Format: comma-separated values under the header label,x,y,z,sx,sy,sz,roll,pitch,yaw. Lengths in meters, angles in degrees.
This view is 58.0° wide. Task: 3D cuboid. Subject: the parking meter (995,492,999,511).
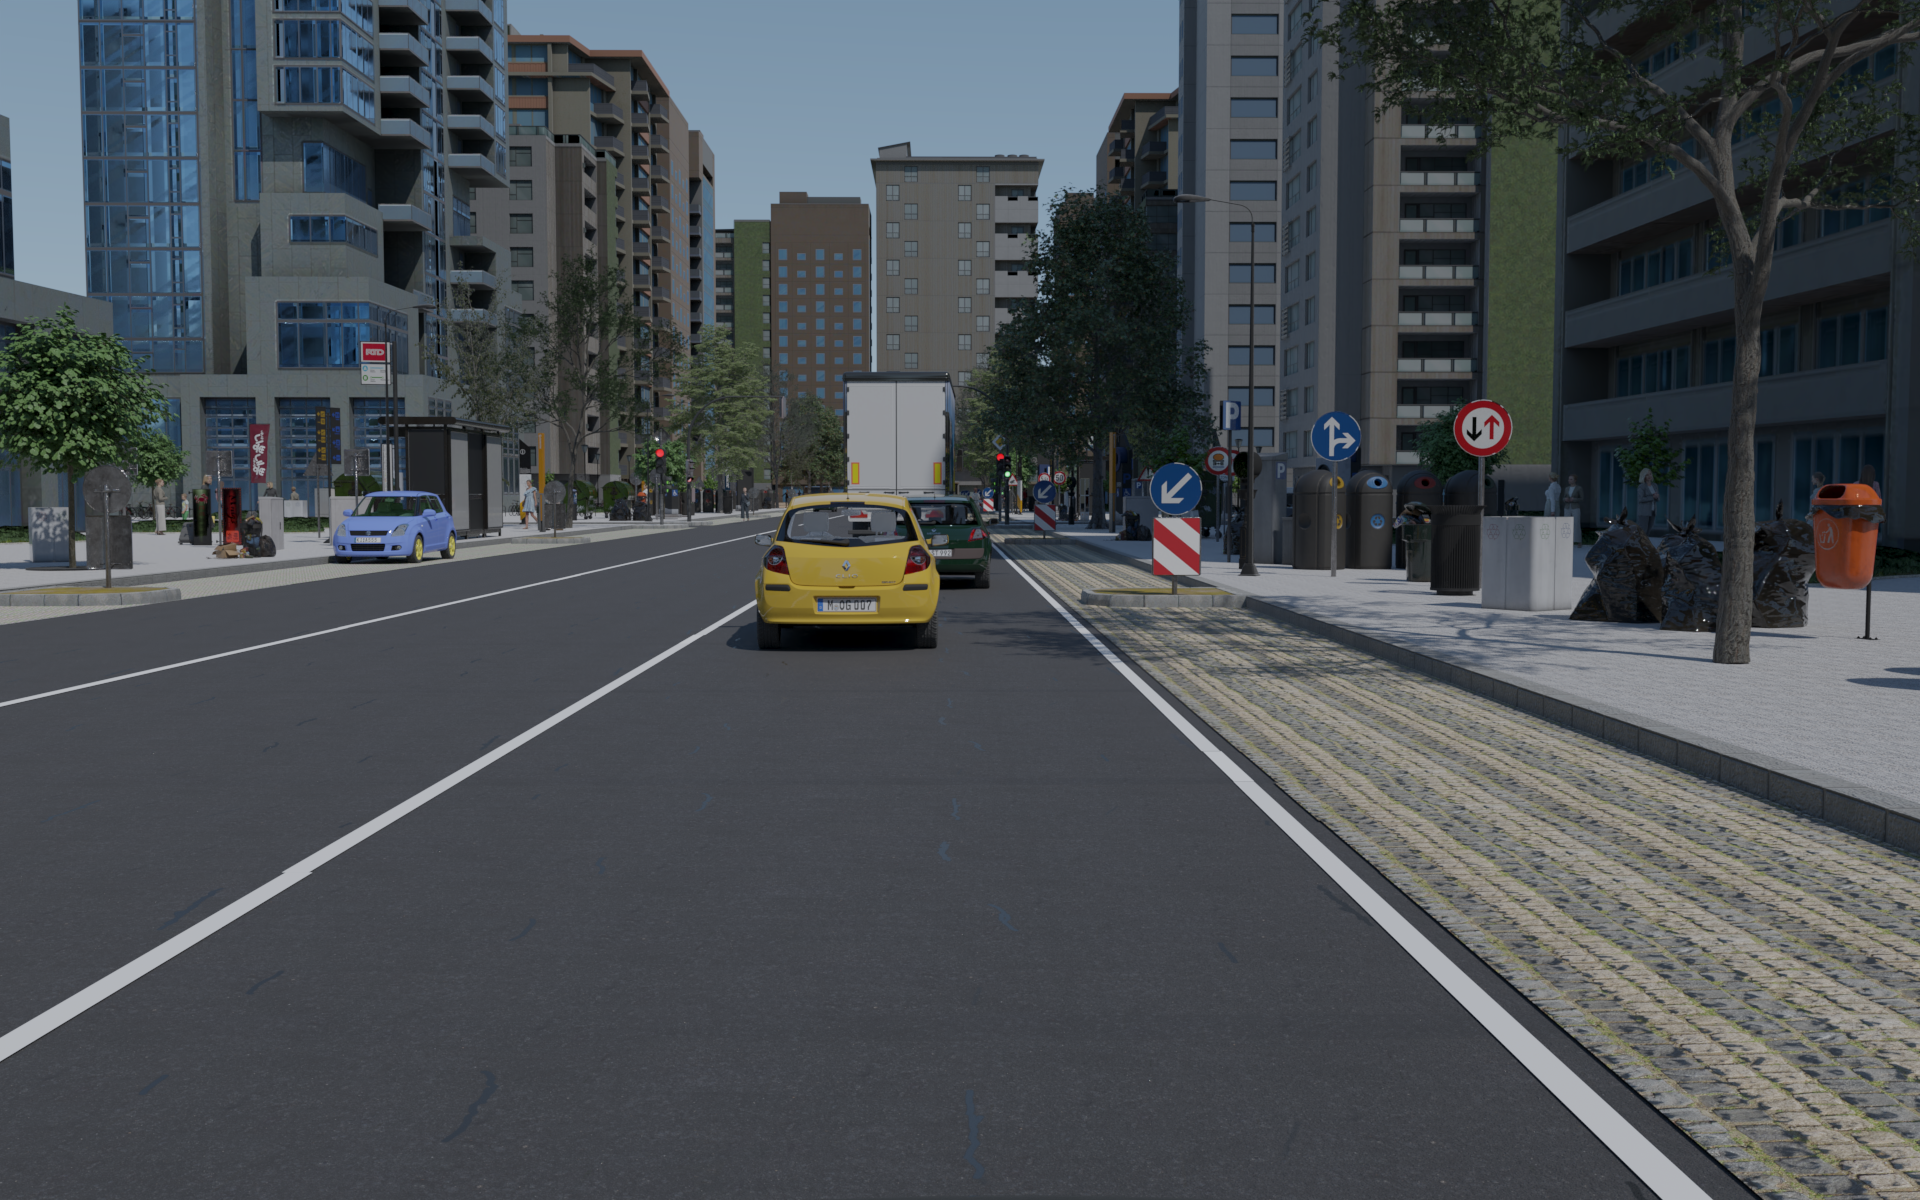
label,x,y,z,sx,sy,sz,roll,pitch,yaw
parking meter,2.853,-7.660,130.953,0.399,1.863,0.255,0,4,-3

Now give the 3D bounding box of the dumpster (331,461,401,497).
label,x,y,z,sx,sy,sz,roll,pitch,yaw
dumpster,-17.480,-2.963,50.937,1.502,2.255,1.985,0,4,-1

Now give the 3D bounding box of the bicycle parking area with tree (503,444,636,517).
label,x,y,z,sx,sy,sz,roll,pitch,yaw
bicycle parking area with tree,-24.362,-6.929,100.291,8.231,4.147,9.016,1,4,15

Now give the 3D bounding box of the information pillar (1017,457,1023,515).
label,x,y,z,sx,sy,sz,roll,pitch,yaw
information pillar,3.696,-7.081,107.133,0.183,3.616,0.504,-2,4,-24

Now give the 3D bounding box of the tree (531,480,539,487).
label,x,y,z,sx,sy,sz,roll,pitch,yaw
tree,-31.825,-8.060,126.380,1.663,3.219,1.824,0,3,0

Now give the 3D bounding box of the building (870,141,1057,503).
label,x,y,z,sx,sy,sz,roll,pitch,yaw
building,0.540,-41.450,266.945,27.495,52.752,28.713,0,4,-1

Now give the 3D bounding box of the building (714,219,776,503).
label,x,y,z,sx,sy,sz,roll,pitch,yaw
building,-34.566,-35.220,259.438,14.086,41.232,14.154,0,4,-1

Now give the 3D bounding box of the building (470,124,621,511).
label,x,y,z,sx,sy,sz,roll,pitch,yaw
building,-35.644,-22.462,138.961,14.160,30.474,14.107,0,4,-1

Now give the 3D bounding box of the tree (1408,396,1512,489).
label,x,y,z,sx,sy,sz,roll,pitch,yaw
tree,16.555,-4.526,57.721,4.285,4.588,4.351,0,3,0

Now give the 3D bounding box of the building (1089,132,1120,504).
label,x,y,z,sx,sy,sz,roll,pitch,yaw
building,23.939,-34.233,209.815,14.600,45.320,14.200,0,4,-1

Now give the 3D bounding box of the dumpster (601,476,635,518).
label,x,y,z,sx,sy,sz,roll,pitch,yaw
dumpster,-18.196,-5.474,91.997,1.502,2.255,1.985,0,4,-1

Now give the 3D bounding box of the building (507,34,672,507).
label,x,y,z,sx,sy,sz,roll,pitch,yaw
building,-40.399,-31.448,168.794,22.147,44.769,28.867,0,4,-1

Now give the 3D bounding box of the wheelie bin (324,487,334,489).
label,x,y,z,sx,sy,sz,roll,pitch,yaw
wheelie bin,-29.402,-4.461,80.850,0.980,1.594,0.693,-1,4,-23

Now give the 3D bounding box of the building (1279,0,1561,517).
label,x,y,z,sx,sy,sz,roll,pitch,yaw
building,26.825,-25.479,100.181,14.086,41.232,14.154,0,4,-1

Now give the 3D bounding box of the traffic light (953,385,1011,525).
label,x,y,z,sx,sy,sz,roll,pitch,yaw
traffic light,-0.149,-5.962,72.150,4.771,5.953,1.251,0,4,-1

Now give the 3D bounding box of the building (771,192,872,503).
label,x,y,z,sx,sy,sz,roll,pitch,yaw
building,-20.419,-37.245,259.066,14.200,45.320,14.600,0,4,-1

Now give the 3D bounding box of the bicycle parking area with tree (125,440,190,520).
label,x,y,z,sx,sy,sz,roll,pitch,yaw
bicycle parking area with tree,-44.288,-6.226,88.791,9.016,4.147,8.231,1,4,14

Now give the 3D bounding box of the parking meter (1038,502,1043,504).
label,x,y,z,sx,sy,sz,roll,pitch,yaw
parking meter,4.798,-5.786,103.010,0.372,1.533,0.369,0,3,0

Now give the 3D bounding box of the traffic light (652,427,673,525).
label,x,y,z,sx,sy,sz,roll,pitch,yaw
traffic light,-12.419,-5.089,72.122,0.839,4.253,0.868,0,4,-1

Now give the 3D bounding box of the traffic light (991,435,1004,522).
label,x,y,z,sx,sy,sz,roll,pitch,yaw
traffic light,1.841,-5.589,80.302,0.839,4.253,0.868,0,4,-1

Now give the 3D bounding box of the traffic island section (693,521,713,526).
label,x,y,z,sx,sy,sz,roll,pitch,yaw
traffic island section,-12.559,-3.545,80.241,2.009,0.180,2.903,0,4,-1

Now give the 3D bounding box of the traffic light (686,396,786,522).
label,x,y,z,sx,sy,sz,roll,pitch,yaw
traffic light,-10.428,-6.453,80.168,4.771,5.953,1.251,0,4,-1

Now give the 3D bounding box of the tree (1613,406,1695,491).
label,x,y,z,sx,sy,sz,roll,pitch,yaw
tree,15.250,-2.661,38.105,1.663,3.219,1.824,0,3,0

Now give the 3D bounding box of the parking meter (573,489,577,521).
label,x,y,z,sx,sy,sz,roll,pitch,yaw
parking meter,-18.713,-4.607,83.737,0.372,1.533,0.369,0,3,0

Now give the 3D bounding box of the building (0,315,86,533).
label,x,y,z,sx,sy,sz,roll,pitch,yaw
building,-43.829,-44.771,44.679,31.000,86.520,22.319,0,4,-1

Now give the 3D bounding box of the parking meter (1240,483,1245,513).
label,x,y,z,sx,sy,sz,roll,pitch,yaw
parking meter,6.471,-1.864,38.891,0.372,1.533,0.369,0,3,0

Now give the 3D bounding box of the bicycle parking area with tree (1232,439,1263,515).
label,x,y,z,sx,sy,sz,roll,pitch,yaw
bicycle parking area with tree,16.862,-6.248,89.154,8.231,4.147,9.016,2,4,32

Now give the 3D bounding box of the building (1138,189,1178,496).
label,x,y,z,sx,sy,sz,roll,pitch,yaw
building,23.942,-24.136,166.328,14.160,30.474,14.107,0,4,-1

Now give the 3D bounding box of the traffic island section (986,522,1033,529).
label,x,y,z,sx,sy,sz,roll,pitch,yaw
traffic island section,1.981,-3.067,72.432,2.009,0.180,2.903,0,4,-1

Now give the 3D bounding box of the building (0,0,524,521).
label,x,y,z,sx,sy,sz,roll,pitch,yaw
building,-40.259,-48.546,106.397,22.319,86.520,31.000,0,4,-1

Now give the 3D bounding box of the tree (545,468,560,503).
label,x,y,z,sx,sy,sz,roll,pitch,yaw
tree,-30.661,-8.259,129.641,1.663,3.219,1.824,0,3,0

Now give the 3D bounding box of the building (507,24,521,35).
label,x,y,z,sx,sy,sz,roll,pitch,yaw
building,-76.814,-50.298,260.628,20.611,71.187,20.563,0,4,-1

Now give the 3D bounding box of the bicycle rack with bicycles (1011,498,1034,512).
label,x,y,z,sx,sy,sz,roll,pitch,yaw
bicycle rack with bicycles,4.937,-8.246,148.202,2.852,0.926,2.925,0,4,7

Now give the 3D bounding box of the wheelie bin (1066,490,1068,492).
label,x,y,z,sx,sy,sz,roll,pitch,yaw
wheelie bin,7.577,-6.955,121.624,0.980,1.594,0.693,1,4,8

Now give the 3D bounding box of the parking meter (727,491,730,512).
label,x,y,z,sx,sy,sz,roll,pitch,yaw
parking meter,-16.495,-6.990,122.691,0.372,1.533,0.369,0,3,0

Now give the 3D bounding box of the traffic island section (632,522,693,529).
label,x,y,z,sx,sy,sz,roll,pitch,yaw
traffic island section,-12.459,-3.057,72.257,2.009,0.180,2.903,0,4,-1

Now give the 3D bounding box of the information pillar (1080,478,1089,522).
label,x,y,z,sx,sy,sz,roll,pitch,yaw
information pillar,5.771,-4.626,80.129,0.304,2.012,0.304,-3,5,-44

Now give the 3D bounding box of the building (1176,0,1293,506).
label,x,y,z,sx,sy,sz,roll,pitch,yaw
building,28.330,-36.620,140.741,21.231,58.520,28.212,0,4,-1

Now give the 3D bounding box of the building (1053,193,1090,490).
label,x,y,z,sx,sy,sz,roll,pitch,yaw
building,21.534,-37.295,259.882,14.200,45.320,14.600,0,4,-1

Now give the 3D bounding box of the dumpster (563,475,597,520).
label,x,y,z,sx,sy,sz,roll,pitch,yaw
dumpster,-19.153,-5.169,87.010,1.502,2.255,1.985,0,4,-1

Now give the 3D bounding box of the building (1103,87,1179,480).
label,x,y,z,sx,sy,sz,roll,pitch,yaw
building,27.569,-32.612,187.831,22.147,44.769,28.867,0,4,-1

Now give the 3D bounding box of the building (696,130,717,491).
label,x,y,z,sx,sy,sz,roll,pitch,yaw
building,-37.470,-34.196,209.211,14.200,45.320,14.600,0,4,-1

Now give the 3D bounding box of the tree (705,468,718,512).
label,x,y,z,sx,sy,sz,roll,pitch,yaw
tree,-18.441,-8.096,126.965,1.663,3.219,1.824,0,3,0

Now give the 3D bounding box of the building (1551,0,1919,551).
label,x,y,z,sx,sy,sz,roll,pitch,yaw
building,30.252,-25.789,45.347,21.300,48.544,21.600,0,4,-1

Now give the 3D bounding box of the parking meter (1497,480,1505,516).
label,x,y,z,sx,sy,sz,roll,pitch,yaw
parking meter,22.151,-3.986,70.880,0.255,1.863,0.399,1,4,22

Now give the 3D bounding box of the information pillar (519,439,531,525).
label,x,y,z,sx,sy,sz,roll,pitch,yaw
information pillar,-18.337,-4.994,73.003,0.504,3.616,0.183,-1,4,-21

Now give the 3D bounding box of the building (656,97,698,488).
label,x,y,z,sx,sy,sz,roll,pitch,yaw
building,-37.653,-33.068,190.767,14.600,45.320,14.200,0,4,-1
